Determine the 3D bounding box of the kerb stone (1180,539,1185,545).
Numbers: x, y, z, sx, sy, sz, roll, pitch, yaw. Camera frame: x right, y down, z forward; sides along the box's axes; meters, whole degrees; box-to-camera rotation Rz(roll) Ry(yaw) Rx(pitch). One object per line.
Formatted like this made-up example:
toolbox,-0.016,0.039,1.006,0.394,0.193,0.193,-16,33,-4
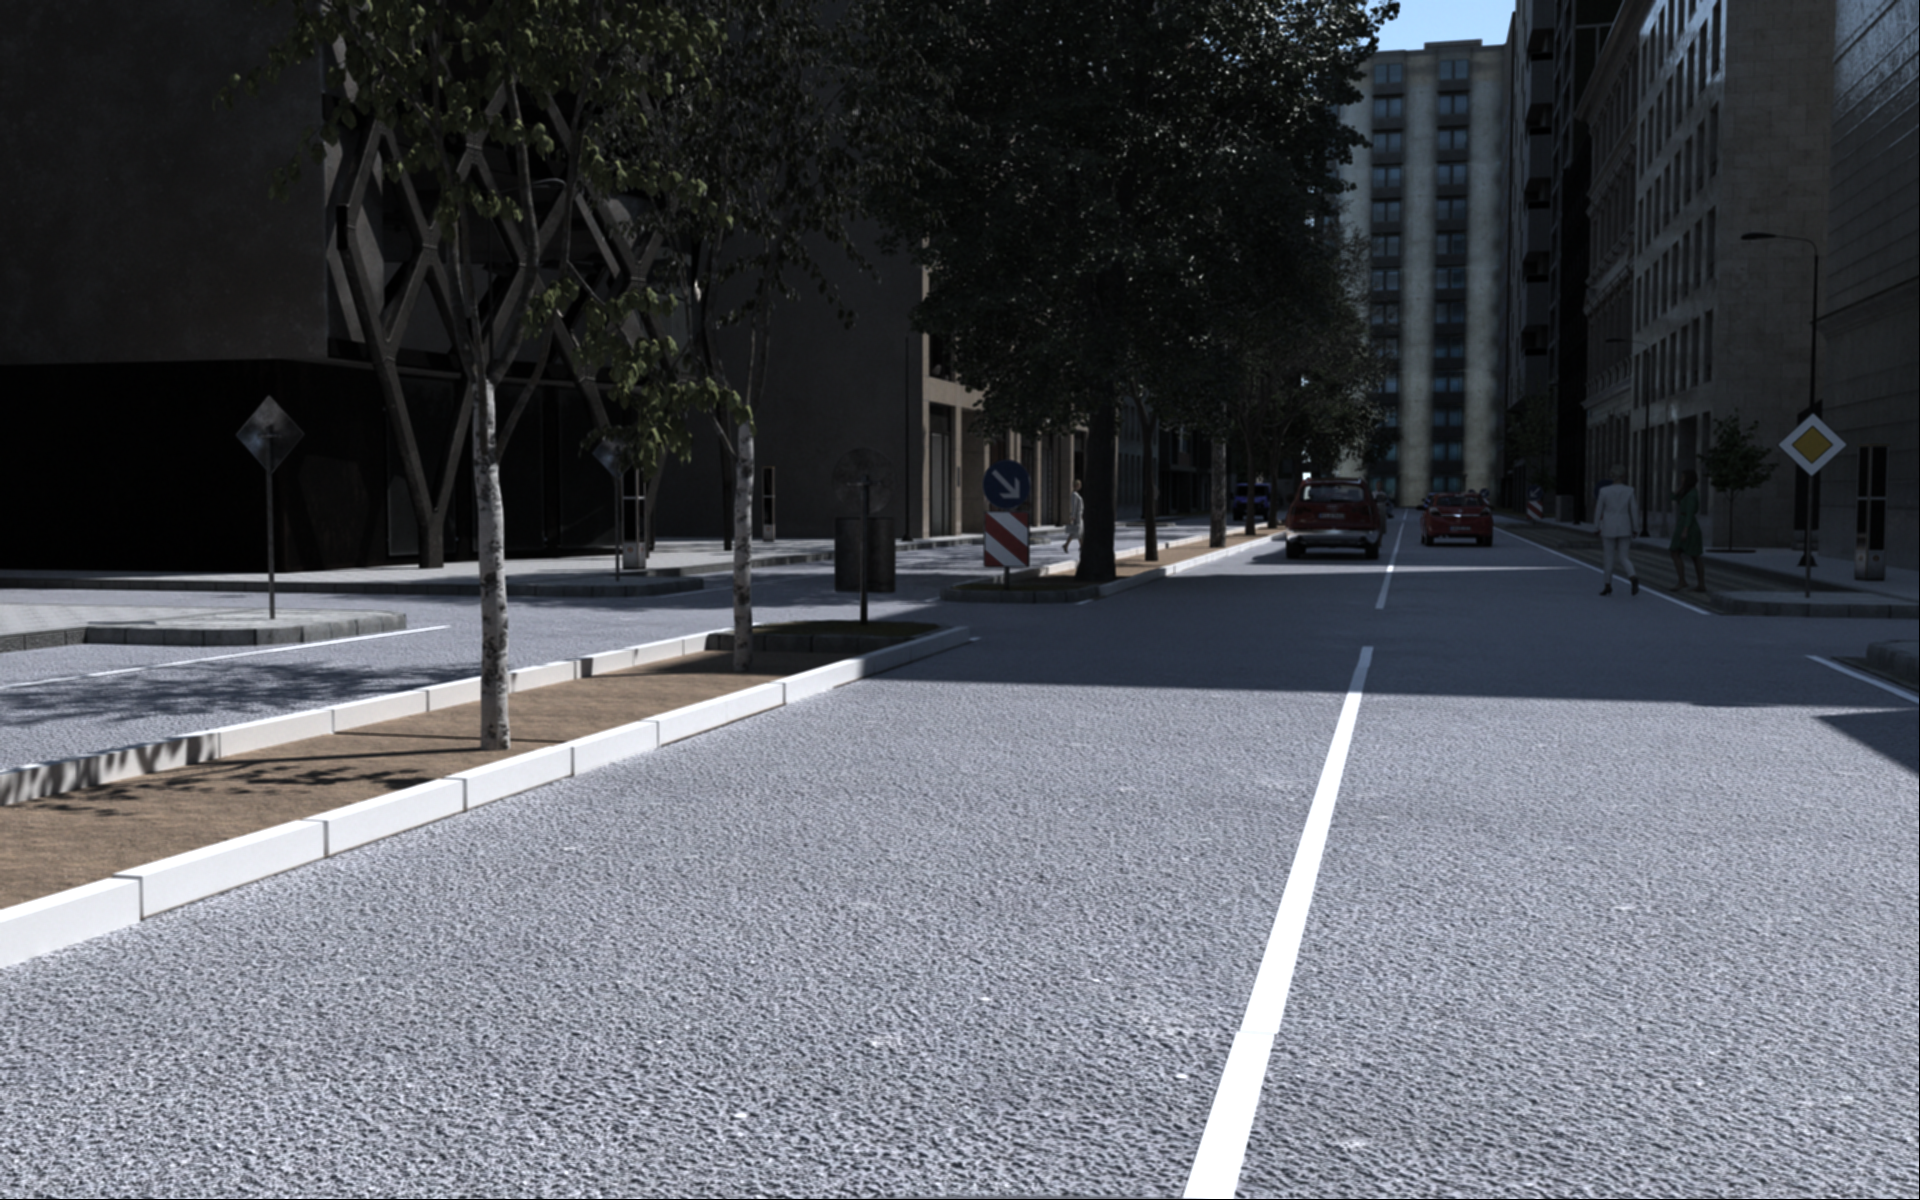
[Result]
kerb stone,6.038,-1.579,48.058,0.120,0.150,1.000,1,4,15

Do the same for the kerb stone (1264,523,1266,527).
kerb stone,13.021,-3.222,74.875,0.120,0.150,1.000,1,4,15

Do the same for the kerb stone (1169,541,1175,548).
kerb stone,5.528,-1.460,46.072,0.120,0.150,1.000,1,4,15

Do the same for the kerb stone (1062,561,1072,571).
kerb stone,1.889,-0.611,32.177,0.120,0.150,1.000,1,4,15

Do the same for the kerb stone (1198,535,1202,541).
kerb stone,7.062,-1.824,52.024,0.120,0.150,1.000,1,4,15

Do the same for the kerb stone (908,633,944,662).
kerb stone,-0.348,0.427,15.246,0.120,0.150,1.000,1,4,15

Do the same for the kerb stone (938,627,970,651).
kerb stone,-0.092,0.365,16.235,0.120,0.150,1.000,1,4,15

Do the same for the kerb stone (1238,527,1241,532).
kerb stone,10.175,-2.552,63.955,0.120,0.150,1.000,1,4,15

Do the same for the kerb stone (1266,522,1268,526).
kerb stone,13.279,-3.282,75.870,0.120,0.150,1.000,1,4,15

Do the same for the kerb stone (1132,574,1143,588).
kerb stone,2.640,-0.266,26.698,0.120,0.150,1.000,1,4,15

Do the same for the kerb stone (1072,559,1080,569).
kerb stone,2.146,-0.671,33.167,0.120,0.150,1.000,1,4,15

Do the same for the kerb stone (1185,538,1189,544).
kerb stone,6.291,-1.642,49.048,0.120,0.150,1.000,1,4,15

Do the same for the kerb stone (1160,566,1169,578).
kerb stone,3.408,-0.455,29.672,0.120,0.150,1.000,1,4,15

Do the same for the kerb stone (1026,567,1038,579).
kerb stone,1.116,-0.427,29.194,0.120,0.150,1.000,1,4,15

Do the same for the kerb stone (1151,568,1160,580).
kerb stone,3.143,-0.397,28.685,0.120,0.150,1.000,1,4,15

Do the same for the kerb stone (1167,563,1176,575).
kerb stone,3.662,-0.518,30.668,0.120,0.150,1.000,1,4,15

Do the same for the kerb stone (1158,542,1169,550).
kerb stone,5.253,-1.400,45.083,0.120,0.150,1.000,1,4,15

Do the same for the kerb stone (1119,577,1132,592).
kerb stone,2.377,-0.214,25.702,0.120,0.150,1.000,1,4,15

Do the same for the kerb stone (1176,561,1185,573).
kerb stone,3.936,-0.576,31.653,0.120,0.150,1.000,1,4,15

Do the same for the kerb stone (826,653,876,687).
kerb stone,-0.868,0.548,13.267,0.120,0.150,1.000,1,4,15

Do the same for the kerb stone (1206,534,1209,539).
kerb stone,7.581,-1.946,54.020,0.120,0.150,1.000,1,4,15

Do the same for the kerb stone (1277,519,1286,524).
kerb stone,16.122,-3.951,86.790,0.120,0.150,1.000,1,4,15

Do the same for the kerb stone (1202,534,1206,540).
kerb stone,7.326,-1.885,53.019,0.120,0.150,1.000,1,4,15

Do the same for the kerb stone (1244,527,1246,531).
kerb stone,10.686,-2.675,65.937,0.120,0.150,1.000,1,4,15

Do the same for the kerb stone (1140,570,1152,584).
kerb stone,2.900,-0.336,27.687,0.120,0.150,1.000,1,4,15

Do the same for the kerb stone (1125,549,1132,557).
kerb stone,3.700,-1.031,39.116,0.120,0.150,1.000,1,4,15

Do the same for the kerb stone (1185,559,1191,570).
kerb stone,4.183,-0.639,32.645,0.120,0.150,1.000,1,4,15

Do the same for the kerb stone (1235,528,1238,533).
kerb stone,9.910,-2.490,62.962,0.120,0.150,1.000,1,4,15

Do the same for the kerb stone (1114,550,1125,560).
kerb stone,3.444,-0.972,38.126,0.120,0.150,1.000,1,4,15

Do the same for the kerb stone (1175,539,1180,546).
kerb stone,5.775,-1.521,47.065,0.120,0.150,1.000,1,4,15

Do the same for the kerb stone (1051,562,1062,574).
kerb stone,1.640,-0.547,31.180,0.120,0.150,1.000,1,4,15

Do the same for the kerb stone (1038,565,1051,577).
kerb stone,1.379,-0.489,30.192,0.120,0.150,1.000,1,4,15

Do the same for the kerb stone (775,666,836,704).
kerb stone,-1.118,0.607,12.275,0.120,0.150,1.000,1,4,15

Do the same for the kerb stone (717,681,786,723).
kerb stone,-1.386,0.671,11.288,0.120,0.150,1.000,1,4,15

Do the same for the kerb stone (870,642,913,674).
kerb stone,-0.607,0.486,14.255,0.120,0.150,1.000,1,4,15

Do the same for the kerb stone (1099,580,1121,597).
kerb stone,2.118,-0.150,24.705,0.120,0.150,1.000,1,4,15

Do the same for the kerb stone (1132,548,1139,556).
kerb stone,3.957,-1.096,40.111,0.120,0.150,1.000,1,4,15

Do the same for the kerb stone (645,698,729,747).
kerb stone,-1.635,0.728,10.293,0.120,0.150,1.000,1,4,15

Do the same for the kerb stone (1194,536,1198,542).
kerb stone,6.812,-1.764,51.033,0.120,0.150,1.000,1,4,15

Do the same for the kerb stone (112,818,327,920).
kerb stone,-2.677,0.971,6.316,0.120,0.150,1.000,1,4,15

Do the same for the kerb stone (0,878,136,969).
kerb stone,-2.928,1.039,5.325,0.120,0.150,1.000,1,4,15

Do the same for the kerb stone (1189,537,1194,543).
kerb stone,6.554,-1.701,50.037,0.120,0.150,1.000,1,4,15

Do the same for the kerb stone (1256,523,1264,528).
kerb stone,12.751,-3.160,73.889,0.120,0.150,1.000,1,4,15

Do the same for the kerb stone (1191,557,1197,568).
kerb stone,4.442,-0.696,33.634,0.120,0.150,1.000,1,4,15

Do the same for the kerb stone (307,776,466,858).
kerb stone,-2.418,0.912,7.316,0.120,0.150,1.000,1,4,15

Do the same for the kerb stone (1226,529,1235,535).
kerb stone,9.655,-2.430,61.971,0.120,0.150,1.000,1,4,15

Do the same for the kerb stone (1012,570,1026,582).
kerb stone,0.861,-0.367,28.204,0.120,0.150,1.000,1,4,15

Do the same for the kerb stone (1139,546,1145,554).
kerb stone,4.228,-1.156,41.097,0.120,0.150,1.000,1,4,15

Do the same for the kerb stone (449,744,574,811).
kerb stone,-2.157,0.849,8.314,0.120,0.150,1.000,1,4,15

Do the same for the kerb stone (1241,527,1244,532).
kerb stone,10.434,-2.614,64.944,0.120,0.150,1.000,1,4,15

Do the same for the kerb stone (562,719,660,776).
kerb stone,-1.894,0.792,9.305,0.120,0.150,1.000,1,4,15
